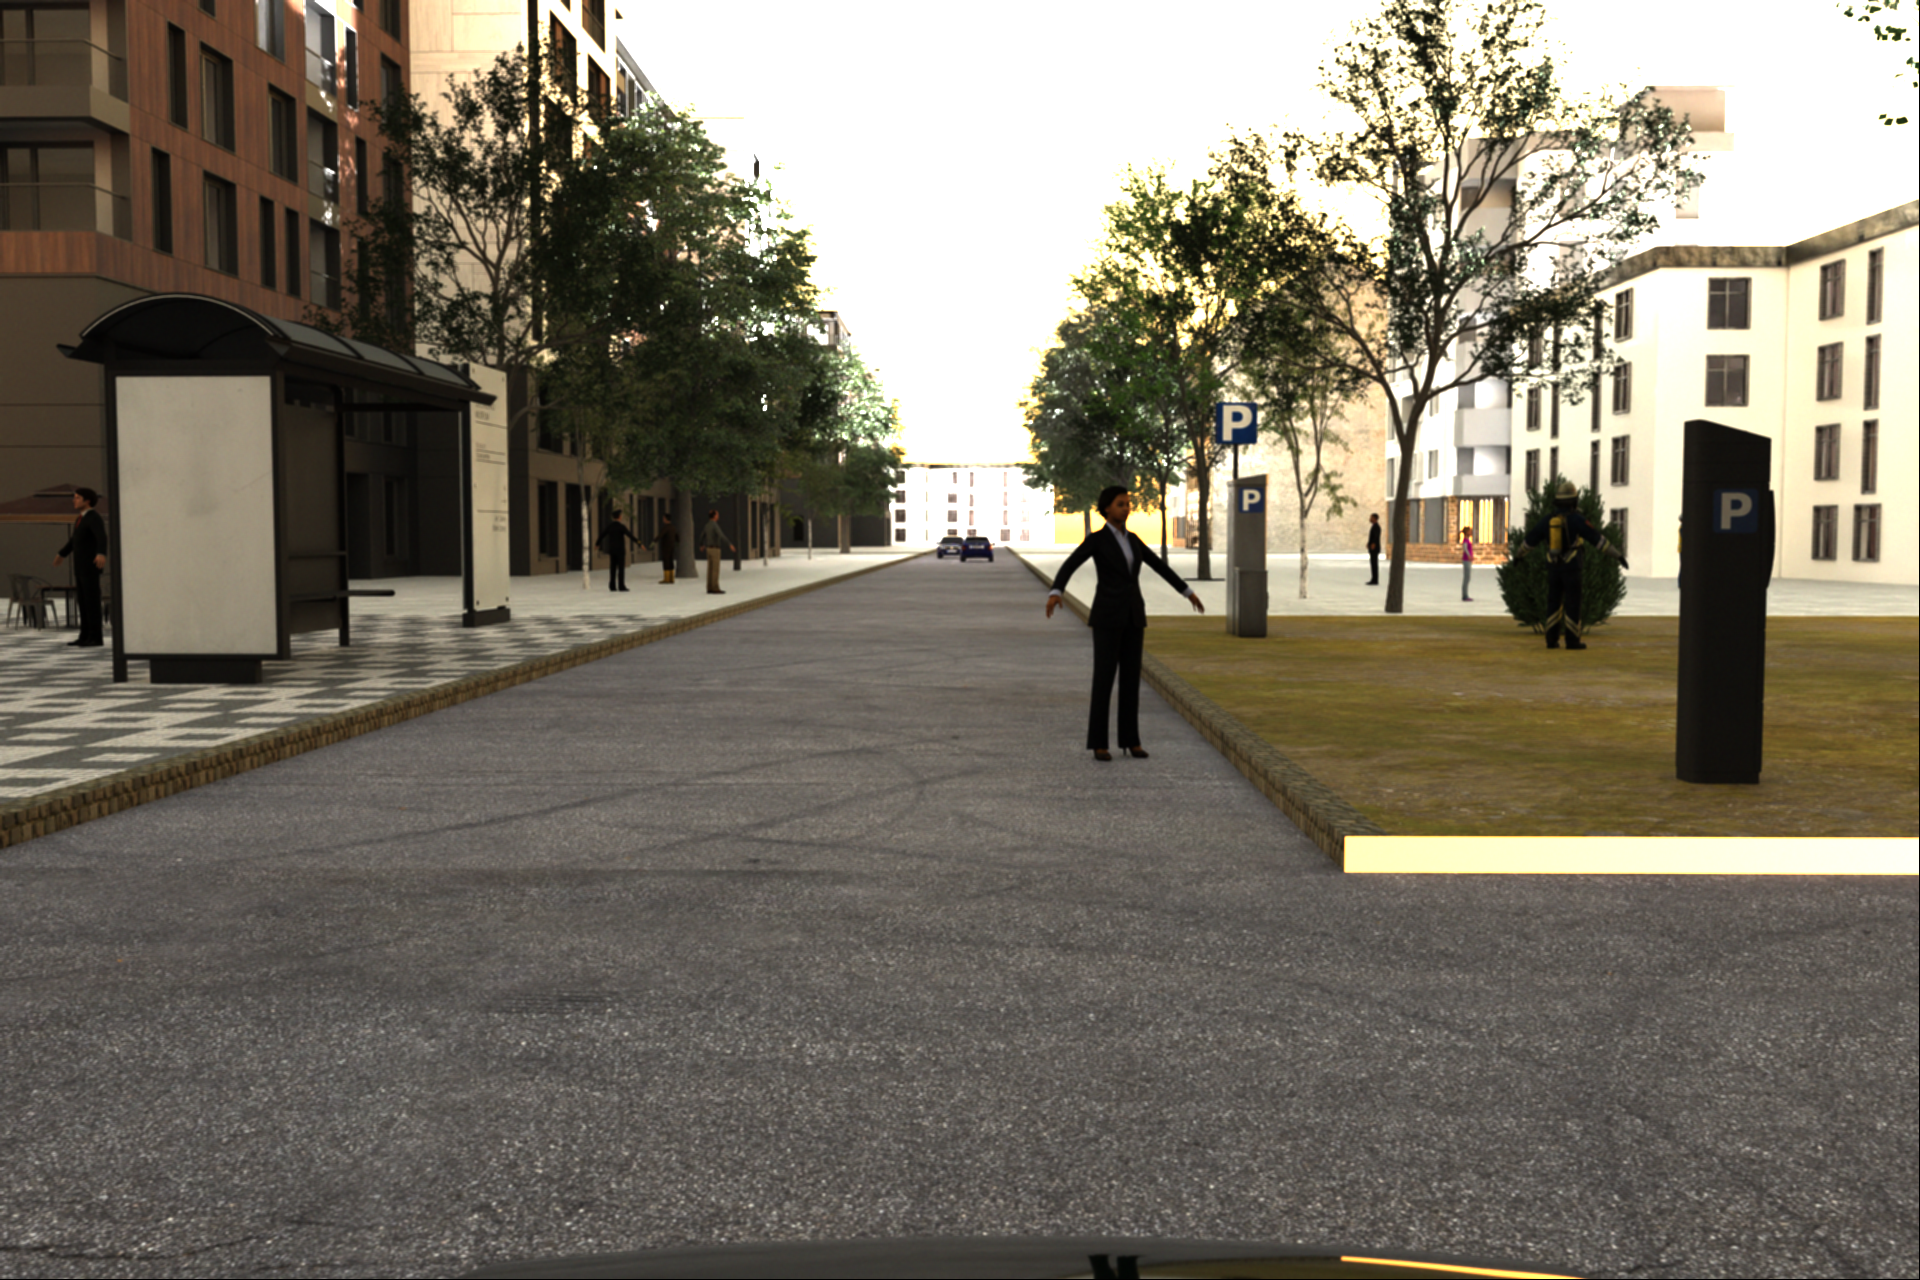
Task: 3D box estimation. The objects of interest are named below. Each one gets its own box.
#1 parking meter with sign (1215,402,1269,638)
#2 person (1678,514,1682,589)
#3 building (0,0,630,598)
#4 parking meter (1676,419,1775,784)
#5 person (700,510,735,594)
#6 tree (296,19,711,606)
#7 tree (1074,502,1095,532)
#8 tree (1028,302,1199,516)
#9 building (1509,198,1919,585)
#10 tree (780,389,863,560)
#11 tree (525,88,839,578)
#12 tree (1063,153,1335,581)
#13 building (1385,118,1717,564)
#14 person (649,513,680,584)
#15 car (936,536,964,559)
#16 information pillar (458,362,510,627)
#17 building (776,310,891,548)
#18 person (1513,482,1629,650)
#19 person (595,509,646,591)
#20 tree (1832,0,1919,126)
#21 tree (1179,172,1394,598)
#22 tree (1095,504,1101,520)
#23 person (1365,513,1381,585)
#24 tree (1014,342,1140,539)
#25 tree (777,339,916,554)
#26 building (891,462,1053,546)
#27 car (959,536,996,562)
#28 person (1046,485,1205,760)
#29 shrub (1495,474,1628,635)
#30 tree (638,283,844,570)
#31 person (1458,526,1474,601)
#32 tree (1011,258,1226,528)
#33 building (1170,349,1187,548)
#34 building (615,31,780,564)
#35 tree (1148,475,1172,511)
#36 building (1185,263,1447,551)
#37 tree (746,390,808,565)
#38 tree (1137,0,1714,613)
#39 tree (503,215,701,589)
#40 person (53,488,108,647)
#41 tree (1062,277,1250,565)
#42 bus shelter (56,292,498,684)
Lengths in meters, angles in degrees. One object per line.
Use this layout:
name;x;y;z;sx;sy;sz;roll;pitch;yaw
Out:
parking meter with sign;3.653;-1.586;22.195;0.543;3.016;1.738;0;4;0
person;17.043;-2.085;40.556;0.721;1.772;1.216;2;4;24
building;-27.065;-12.621;50.321;27.936;21.610;32.646;0;4;2
parking meter;3.957;-0.198;8.956;0.399;1.863;0.255;0;4;2
person;-5.290;-1.901;37.354;0.705;1.796;1.348;-3;5;-39
tree;-7.930;-5.895;30.803;7.601;10.594;8.767;-2;4;-33
tree;15.147;-15.409;202.307;4.360;8.622;3.978;0;3;0
tree;8.283;-11.349;92.211;9.857;13.997;8.962;0;3;0
building;24.784;-6.636;50.638;9.099;9.664;28.070;0;4;1
tree;-7.731;-8.329;86.537;4.360;8.622;3.978;0;3;0
tree;-8.010;-8.785;50.294;9.857;13.997;8.962;0;3;0
tree;6.651;-7.454;47.623;9.928;11.665;9.643;0;3;0
building;26.447;-14.001;85.332;16.016;20.090;11.380;0;4;1
person;-7.587;-2.366;44.822;0.704;1.812;1.346;2;4;23
car;-0.448;-5.507;102.619;1.945;1.354;3.894;0;4;1
information pillar;-6.714;-2.029;24.492;0.184;3.620;1.656;0;4;2
building;-21.589;-20.232;174.776;27.936;21.610;32.646;0;4;0
person;6.776;-0.830;19.357;0.705;1.856;1.354;-3;5;-43
person;-7.677;-2.016;38.888;1.347;1.837;0.705;2;4;24
tree;19.947;-10.489;27.389;12.611;20.169;13.585;0;3;0
tree;7.073;-5.152;34.592;4.360;8.622;3.978;0;3;0
tree;16.936;-15.131;197.750;4.737;8.622;4.395;0;3;0
person;10.464;-2.302;43.865;0.704;1.802;1.346;0;4;8
tree;8.042;-12.354;108.649;9.857;13.997;8.962;0;3;0
tree;-7.426;-12.602;112.706;9.857;13.997;8.962;0;3;0
building;-3.409;-15.848;203.723;28.070;9.664;9.099;1;4;10
car;0.892;-4.753;90.288;1.945;1.354;3.894;0;4;1
person;1.042;-0.111;10.992;1.216;1.740;0.721;-2;4;-31
shrub;7.704;-1.110;22.190;1.661;2.075;1.752;0;3;0
tree;-7.700;-7.755;61.213;8.767;10.594;7.601;2;4;26
person;9.796;-1.467;33.249;0.599;1.433;0.991;1;4;19
tree;7.300;-10.198;77.113;12.009;13.543;11.850;0;3;0
building;26.272;-19.378;173.257;16.016;20.090;11.380;0;4;1
building;-24.405;-14.628;83.138;27.936;21.610;32.646;0;4;0
tree;26.222;-17.707;199.879;12.009;13.543;11.850;0;3;0
building;29.011;-19.099;143.194;19.493;23.208;18.063;0;4;1
tree;-7.948;-7.340;70.370;4.737;8.622;4.395;0;3;0
tree;7.034;-5.698;27.571;8.767;10.594;7.601;0;4;2
tree;-8.889;-5.482;39.996;4.360;8.622;3.978;0;3;0
person;-9.993;-0.831;19.780;1.347;1.806;0.705;3;5;43
tree;7.194;-7.873;63.134;7.601;10.594;8.767;-1;4;-23
bus shelter;-6.445;-1.429;17.291;2.014;3.302;5.546;0;4;2
